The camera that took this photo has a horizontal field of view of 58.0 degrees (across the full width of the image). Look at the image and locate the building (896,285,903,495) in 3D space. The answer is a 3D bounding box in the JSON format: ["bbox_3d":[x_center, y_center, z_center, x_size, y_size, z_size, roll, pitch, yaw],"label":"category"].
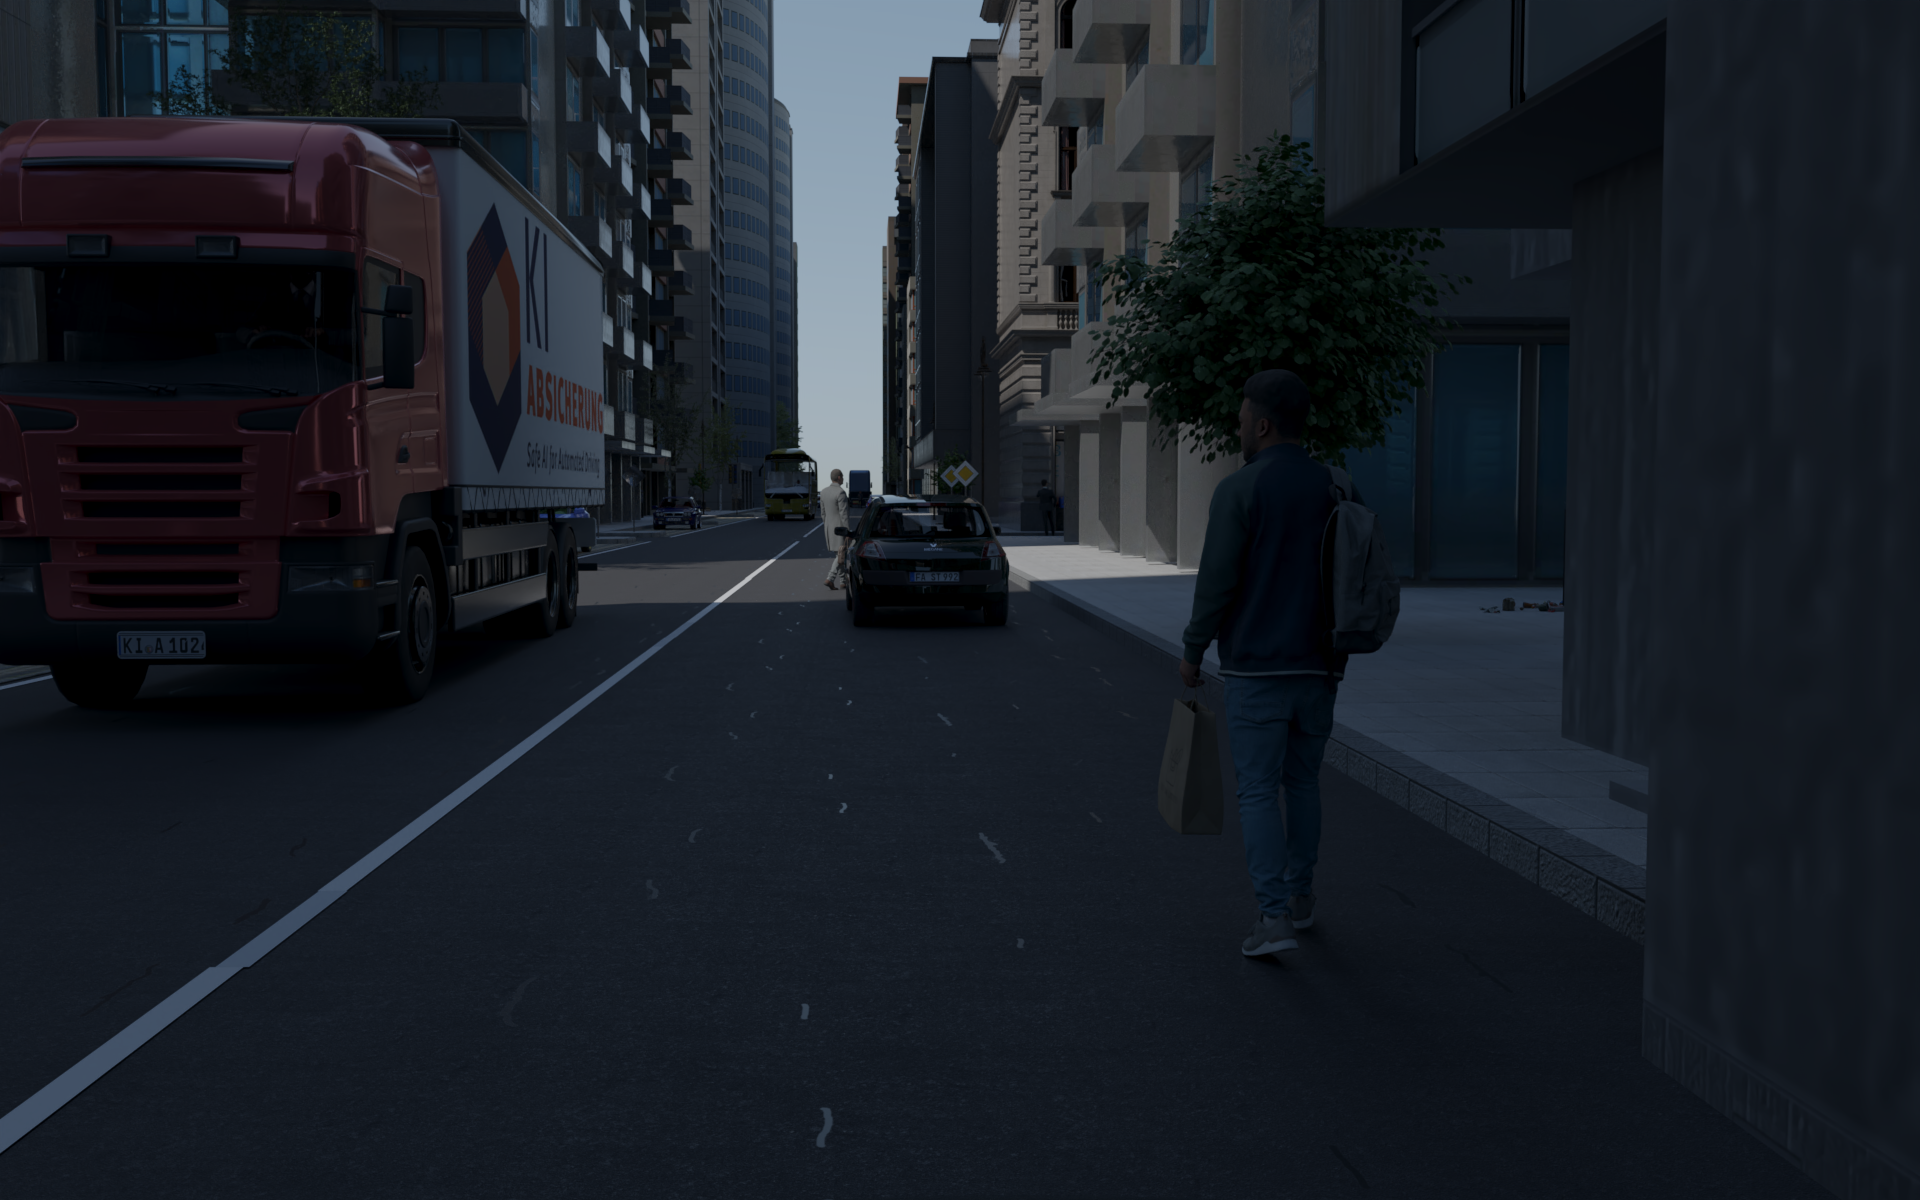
[{"bbox_3d":[-1.587,-28.204,232.842,14.160,30.474,14.107,0,4,-3],"label":"building"}]

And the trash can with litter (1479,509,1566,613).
[{"bbox_3d":[6.580,-0.506,19.325,2.233,1.210,1.678,-2,4,-26],"label":"trash can with litter"}]

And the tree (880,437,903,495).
[{"bbox_3d":[-8.013,-16.541,220.802,4.360,8.622,3.978,0,3,0],"label":"tree"}]

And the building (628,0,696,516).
[{"bbox_3d":[-28.585,-27.777,108.778,22.147,44.769,28.867,0,4,-3],"label":"building"}]

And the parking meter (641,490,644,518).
[{"bbox_3d":[-17.103,-5.148,92.575,0.372,1.533,0.369,0,3,0],"label":"parking meter"}]

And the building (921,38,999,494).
[{"bbox_3d":[3.166,-20.920,119.529,11.434,29.767,29.804,0,4,-3],"label":"building"}]

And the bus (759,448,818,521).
[{"bbox_3d":[-9.418,-6.450,97.006,2.896,3.916,12.252,0,4,-3],"label":"bus"}]

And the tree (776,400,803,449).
[{"bbox_3d":[-22.576,-17.827,209.592,7.486,12.596,7.792,0,3,0],"label":"tree"}]

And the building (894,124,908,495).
[{"bbox_3d":[0.051,-33.814,202.972,14.600,45.320,14.200,0,4,-3],"label":"building"}]

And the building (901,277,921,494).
[{"bbox_3d":[9.007,-18.838,153.036,27.650,21.520,28.899,0,4,-3],"label":"building"}]

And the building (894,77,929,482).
[{"bbox_3d":[4.332,-32.219,181.398,22.147,44.769,28.867,0,4,-3],"label":"building"}]

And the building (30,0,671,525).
[{"bbox_3d":[-25.014,-27.620,71.198,23.786,49.044,30.456,0,4,-3],"label":"building"}]

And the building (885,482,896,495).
[{"bbox_3d":[5.252,-34.282,252.395,32.217,40.220,23.993,0,4,-3],"label":"building"}]

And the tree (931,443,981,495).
[{"bbox_3d":[-0.039,-4.342,65.587,1.663,3.219,1.824,0,3,0],"label":"tree"}]

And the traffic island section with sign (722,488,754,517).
[{"bbox_3d":[-13.868,-6.079,108.025,1.989,1.847,2.006,0,4,-3],"label":"traffic island section with sign"}]

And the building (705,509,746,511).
[{"bbox_3d":[-27.822,-43.061,142.305,20.563,71.187,20.611,0,4,-3],"label":"building"}]

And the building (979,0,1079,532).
[{"bbox_3d":[11.024,-14.370,63.828,19.941,23.489,11.050,0,4,-3],"label":"building"}]

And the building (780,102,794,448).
[{"bbox_3d":[-35.179,-43.363,250.976,21.231,58.520,28.212,0,4,-3],"label":"building"}]

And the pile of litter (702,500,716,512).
[{"bbox_3d":[-18.749,-6.910,126.948,1.719,0.858,1.176,0,4,-4],"label":"pile of litter"}]

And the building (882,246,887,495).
[{"bbox_3d":[-5.828,-36.861,286.275,14.154,41.232,14.086,0,4,-3],"label":"building"}]

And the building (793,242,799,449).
[{"bbox_3d":[-32.732,-36.037,272.802,14.154,41.232,14.086,0,4,-3],"label":"building"}]

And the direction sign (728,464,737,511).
[{"bbox_3d":[-17.317,-8.564,132.010,0.379,3.537,0.876,3,4,37],"label":"direction sign"}]

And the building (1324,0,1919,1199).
[{"bbox_3d":[8.649,-19.672,5.236,14.154,41.232,14.086,0,4,-3],"label":"building"}]

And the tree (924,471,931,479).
[{"bbox_3d":[-0.466,-4.791,72.935,1.663,3.219,1.824,0,3,0],"label":"tree"}]

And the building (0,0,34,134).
[{"bbox_3d":[-37.571,-27.112,32.527,27.495,52.752,28.713,0,4,-3],"label":"building"}]

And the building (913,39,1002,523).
[{"bbox_3d":[5.133,-16.563,89.872,14.314,24.678,30.058,0,4,-3],"label":"building"}]

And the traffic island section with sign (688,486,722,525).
[{"bbox_3d":[-12.293,-4.402,80.594,1.989,1.847,2.006,0,4,-3],"label":"traffic island section with sign"}]

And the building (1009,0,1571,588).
[{"bbox_3d":[13.591,-25.439,35.541,23.786,49.044,30.456,0,4,-3],"label":"building"}]

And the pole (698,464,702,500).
[{"bbox_3d":[-17.559,-7.526,116.887,0.158,3.312,0.155,0,3,0],"label":"pole"}]

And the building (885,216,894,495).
[{"bbox_3d":[-4.392,-37.977,271.034,14.600,45.320,14.200,0,4,-3],"label":"building"}]

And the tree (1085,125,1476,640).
[{"bbox_3d":[2.901,-1.944,15.504,4.285,4.588,4.351,0,3,0],"label":"tree"}]

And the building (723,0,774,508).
[{"bbox_3d":[-29.118,-38.255,167.468,21.231,58.520,28.212,0,4,-3],"label":"building"}]
